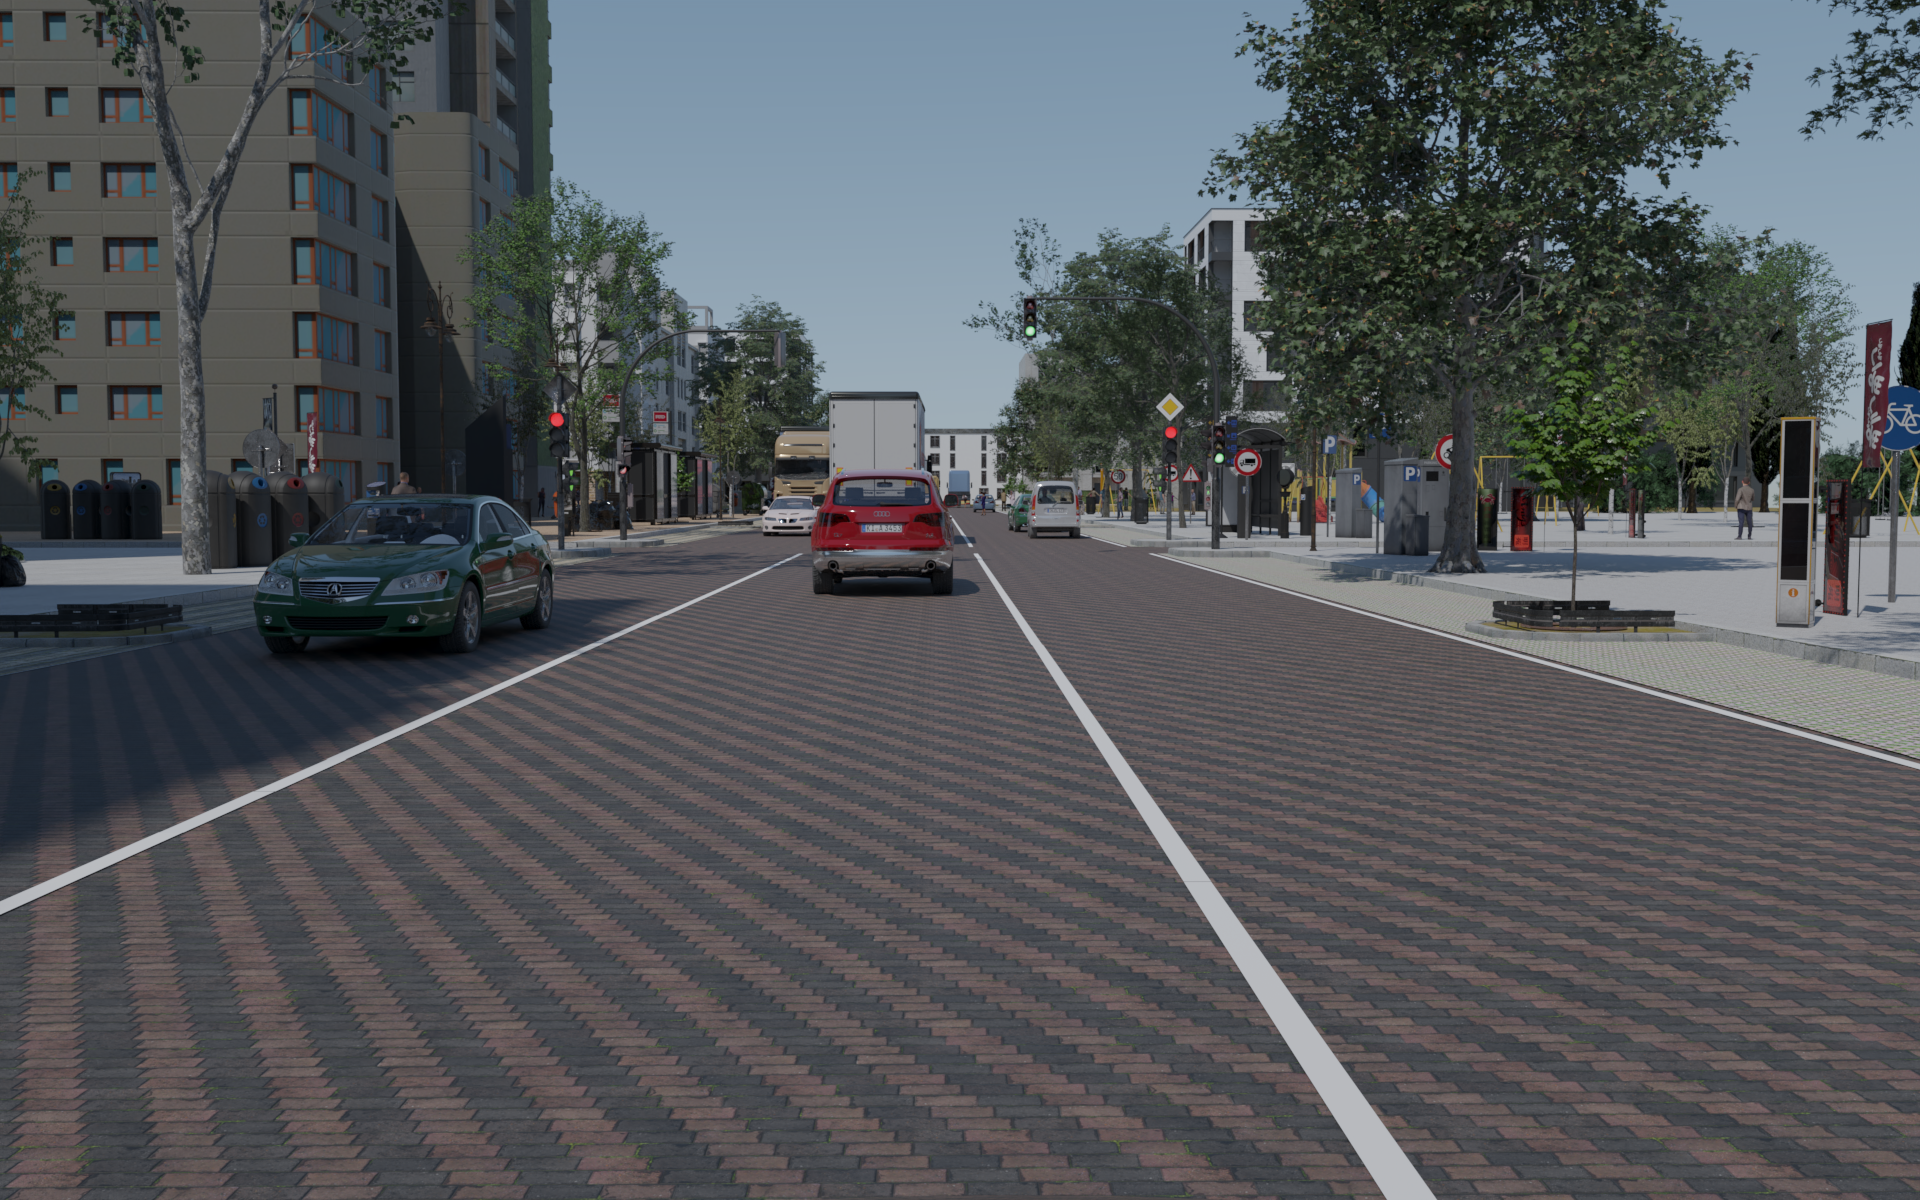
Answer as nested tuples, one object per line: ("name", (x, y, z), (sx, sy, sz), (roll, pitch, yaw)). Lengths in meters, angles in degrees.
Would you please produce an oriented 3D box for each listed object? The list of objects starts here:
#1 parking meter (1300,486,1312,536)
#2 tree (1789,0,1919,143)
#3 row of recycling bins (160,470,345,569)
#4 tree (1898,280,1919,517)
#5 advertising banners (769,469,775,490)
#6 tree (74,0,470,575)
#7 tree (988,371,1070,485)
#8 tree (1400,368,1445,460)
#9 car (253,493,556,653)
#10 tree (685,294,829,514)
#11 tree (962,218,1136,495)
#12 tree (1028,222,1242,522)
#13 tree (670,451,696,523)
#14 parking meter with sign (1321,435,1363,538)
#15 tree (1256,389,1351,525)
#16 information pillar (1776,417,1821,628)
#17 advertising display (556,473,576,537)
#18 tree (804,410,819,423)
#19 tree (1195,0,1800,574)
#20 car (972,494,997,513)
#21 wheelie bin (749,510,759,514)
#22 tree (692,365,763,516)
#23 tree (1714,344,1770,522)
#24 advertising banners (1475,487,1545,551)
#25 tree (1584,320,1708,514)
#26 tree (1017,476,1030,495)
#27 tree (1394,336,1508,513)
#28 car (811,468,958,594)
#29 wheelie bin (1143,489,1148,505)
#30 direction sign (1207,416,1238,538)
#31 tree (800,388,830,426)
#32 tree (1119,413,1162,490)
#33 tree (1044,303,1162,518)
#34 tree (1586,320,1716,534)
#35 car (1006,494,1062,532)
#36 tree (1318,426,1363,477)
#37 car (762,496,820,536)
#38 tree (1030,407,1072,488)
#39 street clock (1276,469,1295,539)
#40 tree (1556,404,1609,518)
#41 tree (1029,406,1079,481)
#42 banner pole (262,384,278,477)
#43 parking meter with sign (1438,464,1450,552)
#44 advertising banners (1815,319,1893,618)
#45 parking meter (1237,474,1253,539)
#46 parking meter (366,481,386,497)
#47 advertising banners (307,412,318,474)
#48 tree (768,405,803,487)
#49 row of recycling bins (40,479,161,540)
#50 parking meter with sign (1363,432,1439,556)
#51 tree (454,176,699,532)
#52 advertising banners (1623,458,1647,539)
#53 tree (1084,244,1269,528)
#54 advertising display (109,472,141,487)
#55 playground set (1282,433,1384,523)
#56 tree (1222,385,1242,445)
("parking meter", (10.643, -2.741, 53.229), (0.372, 1.533, 0.369), (0, 3, 0))
("tree", (8.632, -4.670, 10.761), (7.601, 10.594, 8.767), (0, 4, -4))
("row of recycling bins", (-12.472, -1.465, 31.065), (1.069, 1.692, 3.534), (1, 4, 21))
("tree", (56.752, -12.380, 104.226), (18.604, 14.587, 13.155), (-2, 4, -33))
("advertising banners", (-13.840, -7.682, 121.789), (2.074, 3.025, 0.090), (2, 4, 28))
("tree", (-10.883, -10.425, 26.344), (12.611, 20.169, 13.585), (0, 3, 0))
("tree", (7.250, -14.991, 162.113), (9.611, 12.733, 9.660), (0, 3, 0))
("tree", (32.038, -11.694, 116.945), (9.928, 11.665, 9.643), (0, 3, 0))
("car", (-5.314, -0.325, 17.104), (2.131, 1.459, 4.920), (0, 4, 0))
("tree", (-13.123, -12.579, 112.314), (9.857, 13.997, 8.962), (0, 3, 0))
("tree", (6.663, -16.163, 120.160), (12.611, 20.169, 13.585), (0, 3, 0))
("tree", (8.190, -10.647, 80.732), (9.857, 13.997, 8.962), (0, 3, 0))
("tree", (-12.648, -5.114, 78.218), (1.663, 3.219, 1.824), (0, 3, 0))
("parking meter with sign", (11.368, -3.331, 50.719), (0.543, 3.016, 1.738), (-2, 4, -32))
("tree", (15.412, -7.483, 72.714), (4.360, 8.622, 3.978), (0, 3, 0))
("information pillar", (8.070, -0.745, 16.680), (0.304, 2.012, 0.304), (2, 4, 35))
("advertising display", (-11.931, -2.891, 52.486), (0.123, 1.923, 0.974), (-3, 5, -41))
("tree", (-12.904, -11.579, 139.676), (4.737, 8.622, 4.395), (0, 3, 0))
("tree", (8.271, -6.800, 28.184), (9.611, 12.733, 9.660), (0, 3, 0))
("car", (1.914, -7.571, 135.784), (2.014, 1.417, 4.499), (0, 4, 1))
("wheelie bin", (-12.940, -6.239, 109.912), (0.980, 1.594, 0.693), (-2, 4, -33))
("tree", (-13.216, -9.108, 99.276), (4.737, 8.622, 4.395), (0, 3, 0))
("tree", (34.835, -7.859, 78.854), (4.737, 8.622, 4.395), (0, 3, 0))
("advertising banners", (12.548, -2.601, 38.716), (2.074, 3.025, 0.090), (2, 4, 27))
("tree", (50.707, -13.180, 117.317), (18.604, 14.587, 13.155), (0, 4, -1))
("tree", (6.366, -11.244, 178.432), (1.663, 3.219, 1.824), (0, 3, 0))
("tree", (18.441, -7.068, 65.930), (4.360, 8.622, 3.978), (0, 3, 0))
("car", (-1.147, -1.082, 26.360), (2.281, 1.827, 5.304), (0, 4, -2))
("wheelie bin", (10.189, -5.503, 97.888), (0.693, 1.594, 0.980), (2, 4, 35))
("direction sign", (7.611, -3.567, 50.318), (0.876, 3.537, 0.379), (0, 4, 1))
("tree", (-14.395, -16.581, 188.105), (9.611, 12.733, 9.660), (0, 3, 0))
("tree", (10.806, -9.268, 101.898), (4.737, 8.622, 4.395), (0, 3, 0))
("tree", (8.034, -10.265, 93.586), (9.928, 11.665, 9.643), (0, 3, 0))
("tree", (20.702, -6.413, 55.207), (4.737, 8.622, 4.395), (0, 3, 0))
("car", (2.870, -3.346, 66.506), (2.131, 1.459, 4.920), (0, 4, -3))
("tree", (25.082, -10.161, 116.494), (4.737, 8.622, 4.395), (0, 3, 0))
("car", (-5.799, -2.942, 60.465), (2.083, 1.381, 4.827), (0, 4, 0))
("tree", (7.549, -11.814, 143.516), (4.737, 8.622, 4.395), (0, 3, 0))
("street clock", (9.345, -2.765, 49.771), (0.471, 2.002, 0.358), (3, 5, 43))
("tree", (31.627, -8.589, 90.788), (4.360, 8.622, 3.978), (0, 3, 0))
("tree", (7.469, -11.458, 137.701), (4.360, 8.622, 3.978), (0, 3, 0))
("banner pole", (-15.709, -3.030, 39.554), (0.863, 3.779, 0.401), (3, 5, 44))
("parking meter with sign", (10.495, -2.590, 38.611), (1.738, 3.016, 0.543), (0, 4, -8))
("advertising banners", (9.321, -1.358, 18.383), (0.090, 3.025, 2.074), (0, 4, 2))
("parking meter", (8.220, -2.708, 49.991), (0.399, 1.863, 0.255), (0, 4, -5))
("parking meter", (-11.447, -1.565, 34.004), (0.372, 1.533, 0.369), (0, 3, 0))
("advertising banners", (-14.380, -2.536, 37.653), (0.090, 3.025, 2.074), (-3, 5, -43))
("tree", (-13.217, -11.051, 131.043), (4.360, 8.622, 3.978), (0, 3, 0))
("row of recycling bins", (-24.360, -2.570, 49.140), (3.534, 1.692, 1.069), (0, 4, 5))
("parking meter with sign", (9.306, -2.468, 36.612), (0.543, 3.016, 1.738), (-1, 4, -20))
("tree", (-12.840, -8.099, 58.173), (9.928, 11.665, 9.643), (0, 3, 0))
("advertising banners", (19.694, -3.332, 50.660), (0.090, 3.025, 2.074), (0, 4, 3))
("tree", (8.073, -7.990, 65.054), (7.601, 10.594, 8.767), (1, 4, 13))
("advertising display", (-24.296, -2.768, 50.478), (0.123, 1.923, 0.974), (2, 4, 27))
("playground set", (16.755, -5.625, 78.749), (5.302, 4.214, 5.637), (0, 4, -6))
("tree", (18.069, -9.995, 113.780), (4.360, 8.622, 3.978), (0, 3, 0))
